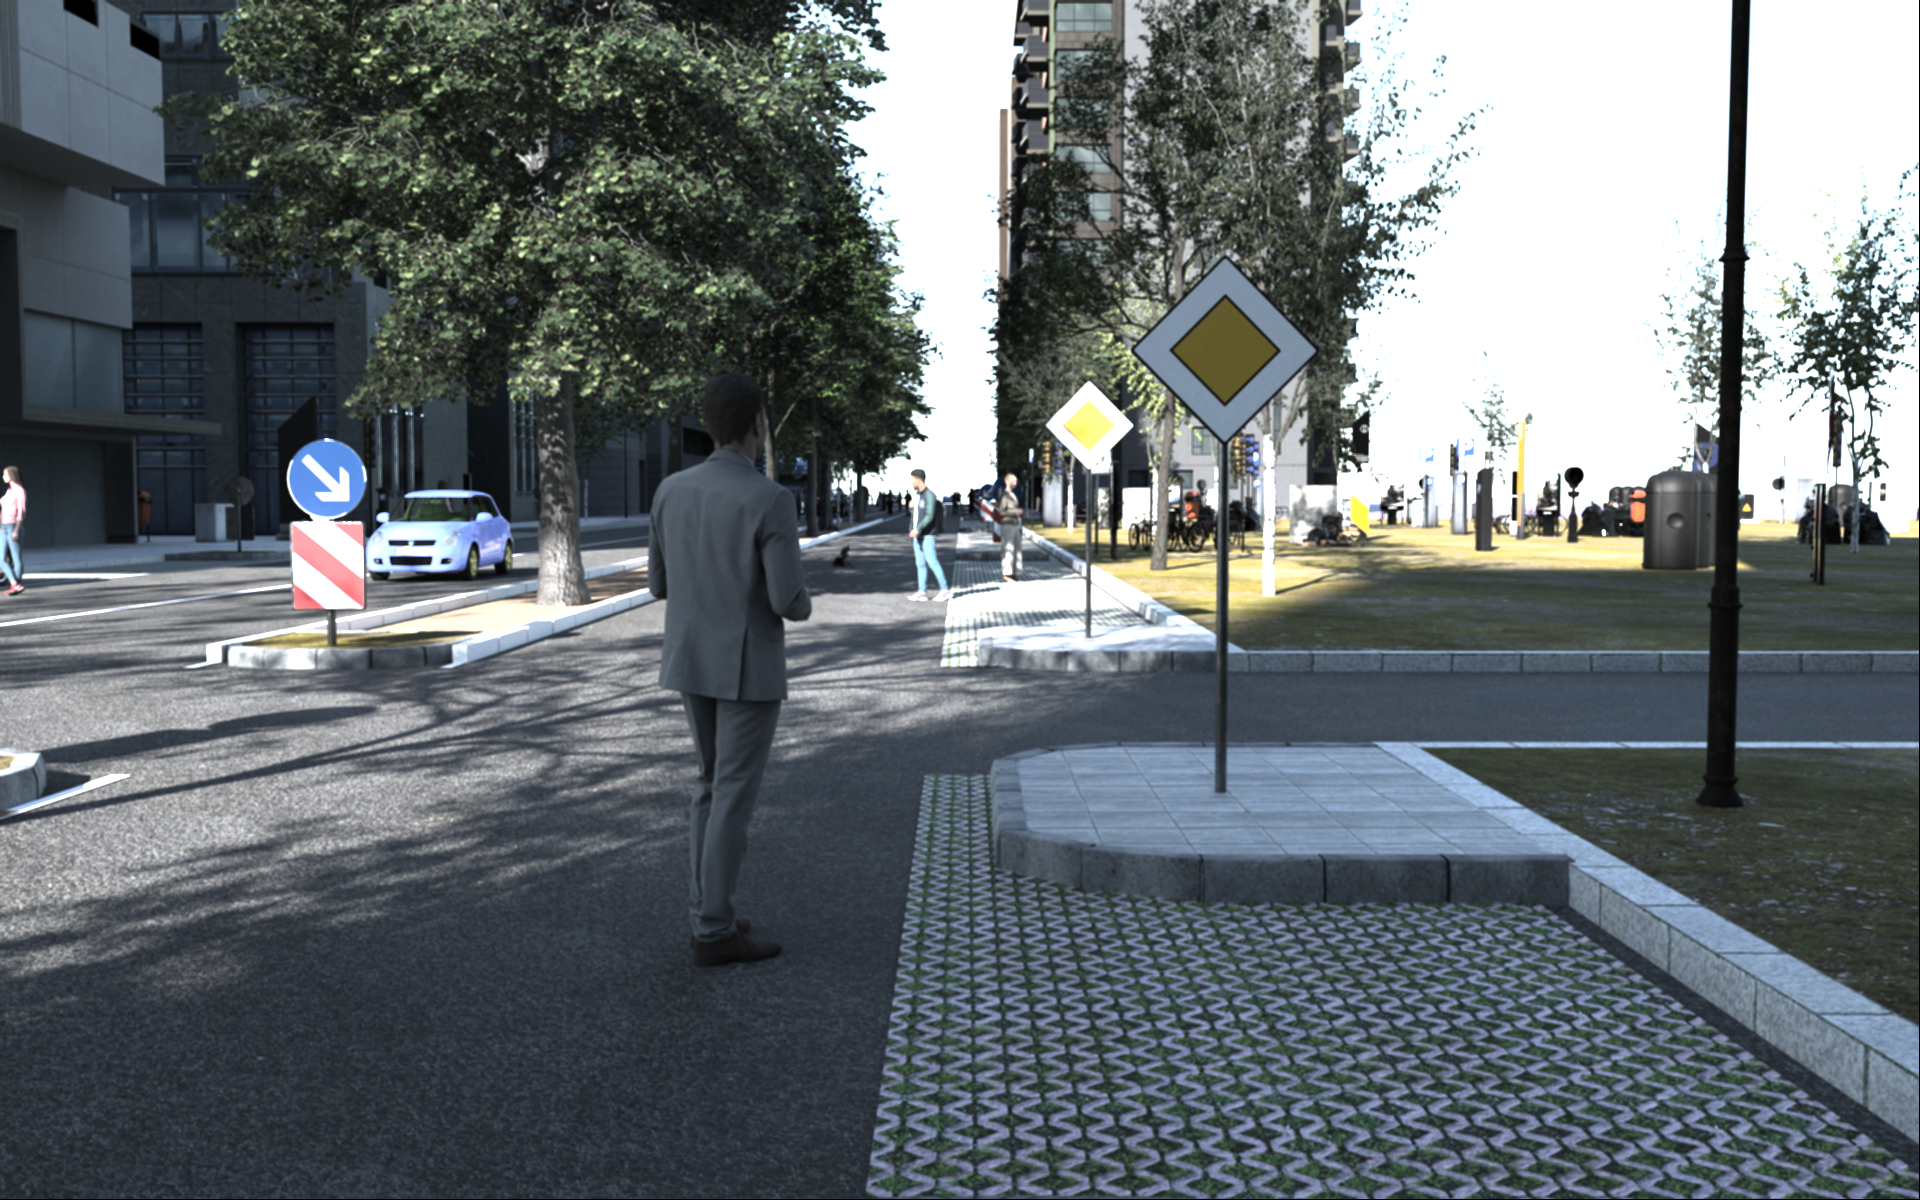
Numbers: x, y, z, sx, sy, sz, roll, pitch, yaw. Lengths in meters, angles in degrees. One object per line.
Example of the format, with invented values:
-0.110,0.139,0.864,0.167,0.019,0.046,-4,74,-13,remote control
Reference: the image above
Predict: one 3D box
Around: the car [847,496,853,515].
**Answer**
-8.111,-6.362,116.017,2.014,1.417,4.499,0,4,0,car

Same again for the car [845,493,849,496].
-12.860,-11.278,193.988,1.945,1.707,3.694,0,4,-1,car

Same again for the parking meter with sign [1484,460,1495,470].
26.620,-5.631,88.334,0.543,3.016,1.738,-1,4,-9,parking meter with sign

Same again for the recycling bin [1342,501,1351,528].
14.587,-3.311,66.685,0.722,1.027,0.722,-1,4,-18,recycling bin

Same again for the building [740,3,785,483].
-29.462,-53.584,188.764,22.319,86.520,31.000,0,4,0,building

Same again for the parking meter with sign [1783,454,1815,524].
36.534,-4.806,74.839,1.738,3.016,0.543,2,4,29,parking meter with sign

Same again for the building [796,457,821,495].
-32.121,-23.009,221.240,27.650,21.520,28.899,0,4,0,building

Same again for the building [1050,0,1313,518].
12.138,-20.113,100.556,14.160,30.474,14.107,0,4,0,building

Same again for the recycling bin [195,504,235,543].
-19.841,-2.053,46.117,0.722,1.027,0.722,1,4,19,recycling bin

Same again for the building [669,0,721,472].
-29.994,-30.946,129.672,21.300,48.544,21.600,0,4,0,building

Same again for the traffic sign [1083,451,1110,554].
2.898,-2.116,36.723,0.606,2.300,0.079,0,4,5,traffic sign

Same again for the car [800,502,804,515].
-11.729,-6.517,118.916,2.083,1.381,4.827,0,4,-1,car

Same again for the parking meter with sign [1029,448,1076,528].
3.572,-4.292,66.434,1.738,3.016,0.543,-1,4,-14,parking meter with sign

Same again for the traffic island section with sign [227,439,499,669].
-5.287,-0.428,15.134,2.006,1.907,1.989,0,4,0,traffic island section with sign

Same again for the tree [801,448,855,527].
-5.100,-7.782,80.063,4.737,8.622,4.395,0,3,0,tree

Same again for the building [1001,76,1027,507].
12.083,-32.578,182.768,14.600,45.320,14.200,0,4,0,building

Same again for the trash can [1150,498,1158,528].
7.257,-3.248,64.755,0.748,1.137,0.748,0,3,0,trash can

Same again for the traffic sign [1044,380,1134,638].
1.140,-0.718,15.380,0.795,2.450,0.064,0,4,0,traffic sign

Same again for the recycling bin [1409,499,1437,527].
18.240,-3.394,68.042,0.722,1.027,0.722,3,5,41,recycling bin

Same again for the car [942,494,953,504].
-1.556,-13.751,234.422,1.945,1.707,3.694,0,4,1,car

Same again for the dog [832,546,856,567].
-2.286,-0.871,34.434,0.550,0.427,0.748,0,4,6,dog

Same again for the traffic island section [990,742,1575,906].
1.143,0.906,7.472,2.009,0.180,2.903,0,4,0,traffic island section

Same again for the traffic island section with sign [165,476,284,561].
-15.922,-1.782,37.766,1.989,1.847,2.006,0,4,0,traffic island section with sign

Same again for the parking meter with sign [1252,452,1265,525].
12.617,-4.683,72.823,0.543,3.016,1.738,2,4,30,parking meter with sign

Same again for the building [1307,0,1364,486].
15.478,-28.564,121.640,22.147,44.769,28.867,0,4,0,building

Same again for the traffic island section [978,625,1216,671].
1.163,0.417,15.457,2.009,0.180,2.903,0,4,0,traffic island section

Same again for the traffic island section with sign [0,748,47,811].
-5.315,0.025,7.727,2.006,1.907,1.989,0,4,0,traffic island section with sign

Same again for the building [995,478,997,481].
16.533,-36.726,220.073,23.786,49.044,30.456,0,4,0,building

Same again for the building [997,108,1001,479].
11.234,-33.462,197.209,14.600,45.320,14.200,0,4,0,building

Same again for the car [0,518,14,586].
-15.685,-1.012,25.348,1.959,1.807,4.718,0,3,0,car

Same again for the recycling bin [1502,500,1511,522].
22.893,-3.630,71.903,0.722,1.027,0.722,1,4,20,recycling bin

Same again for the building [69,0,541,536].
-29.138,-46.065,65.836,22.319,86.520,31.000,0,4,0,building

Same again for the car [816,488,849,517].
-8.282,-6.262,111.058,2.281,1.827,5.304,0,4,1,car

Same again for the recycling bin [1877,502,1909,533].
30.965,-2.749,57.502,0.722,1.027,0.722,-2,4,-35,recycling bin

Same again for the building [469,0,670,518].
-30.422,-34.372,103.976,21.231,58.520,28.212,0,4,0,building

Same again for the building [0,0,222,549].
-32.449,-26.939,29.697,28.713,52.752,27.495,0,4,0,building

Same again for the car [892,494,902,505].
-8.338,-12.846,221.824,2.131,1.459,4.920,0,4,-1,car

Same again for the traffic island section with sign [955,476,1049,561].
0.899,-1.771,37.584,1.989,1.847,2.006,0,4,0,traffic island section with sign

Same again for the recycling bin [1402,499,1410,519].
23.274,-4.692,89.261,0.722,1.027,0.722,-1,4,-18,recycling bin

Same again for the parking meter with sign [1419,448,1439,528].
17.836,-4.247,65.700,0.543,3.016,1.738,2,4,25,parking meter with sign

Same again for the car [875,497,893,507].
-8.522,-11.222,193.707,2.015,1.641,3.980,0,4,0,car

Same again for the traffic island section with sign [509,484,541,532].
-15.849,-3.469,65.338,1.989,1.847,2.006,0,4,0,traffic island section with sign

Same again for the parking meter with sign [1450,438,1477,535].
15.842,-3.582,54.821,0.543,3.016,1.738,0,4,7,parking meter with sign

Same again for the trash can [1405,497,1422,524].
19.394,-3.814,74.005,0.748,1.137,0.748,0,3,0,trash can

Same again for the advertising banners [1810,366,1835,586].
12.255,-1.737,24.595,0.090,3.025,2.074,1,4,22,advertising banners

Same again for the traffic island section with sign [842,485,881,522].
-5.107,-5.024,90.272,2.006,1.907,1.989,0,4,0,traffic island section with sign

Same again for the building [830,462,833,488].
-25.452,-34.158,242.073,14.154,41.232,14.086,0,4,0,building

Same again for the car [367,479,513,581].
-8.881,-1.229,29.691,1.945,1.707,3.694,0,4,-1,car

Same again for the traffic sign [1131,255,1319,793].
1.120,-0.229,7.395,0.795,2.450,0.064,0,4,0,traffic sign

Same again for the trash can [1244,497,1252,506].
13.616,-4.225,80.739,0.748,1.137,0.748,0,3,0,trash can

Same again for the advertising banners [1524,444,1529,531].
19.520,-3.898,59.920,0.090,3.025,2.074,2,4,26,advertising banners

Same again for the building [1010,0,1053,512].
15.628,-30.326,150.453,22.147,44.769,28.867,0,4,0,building
